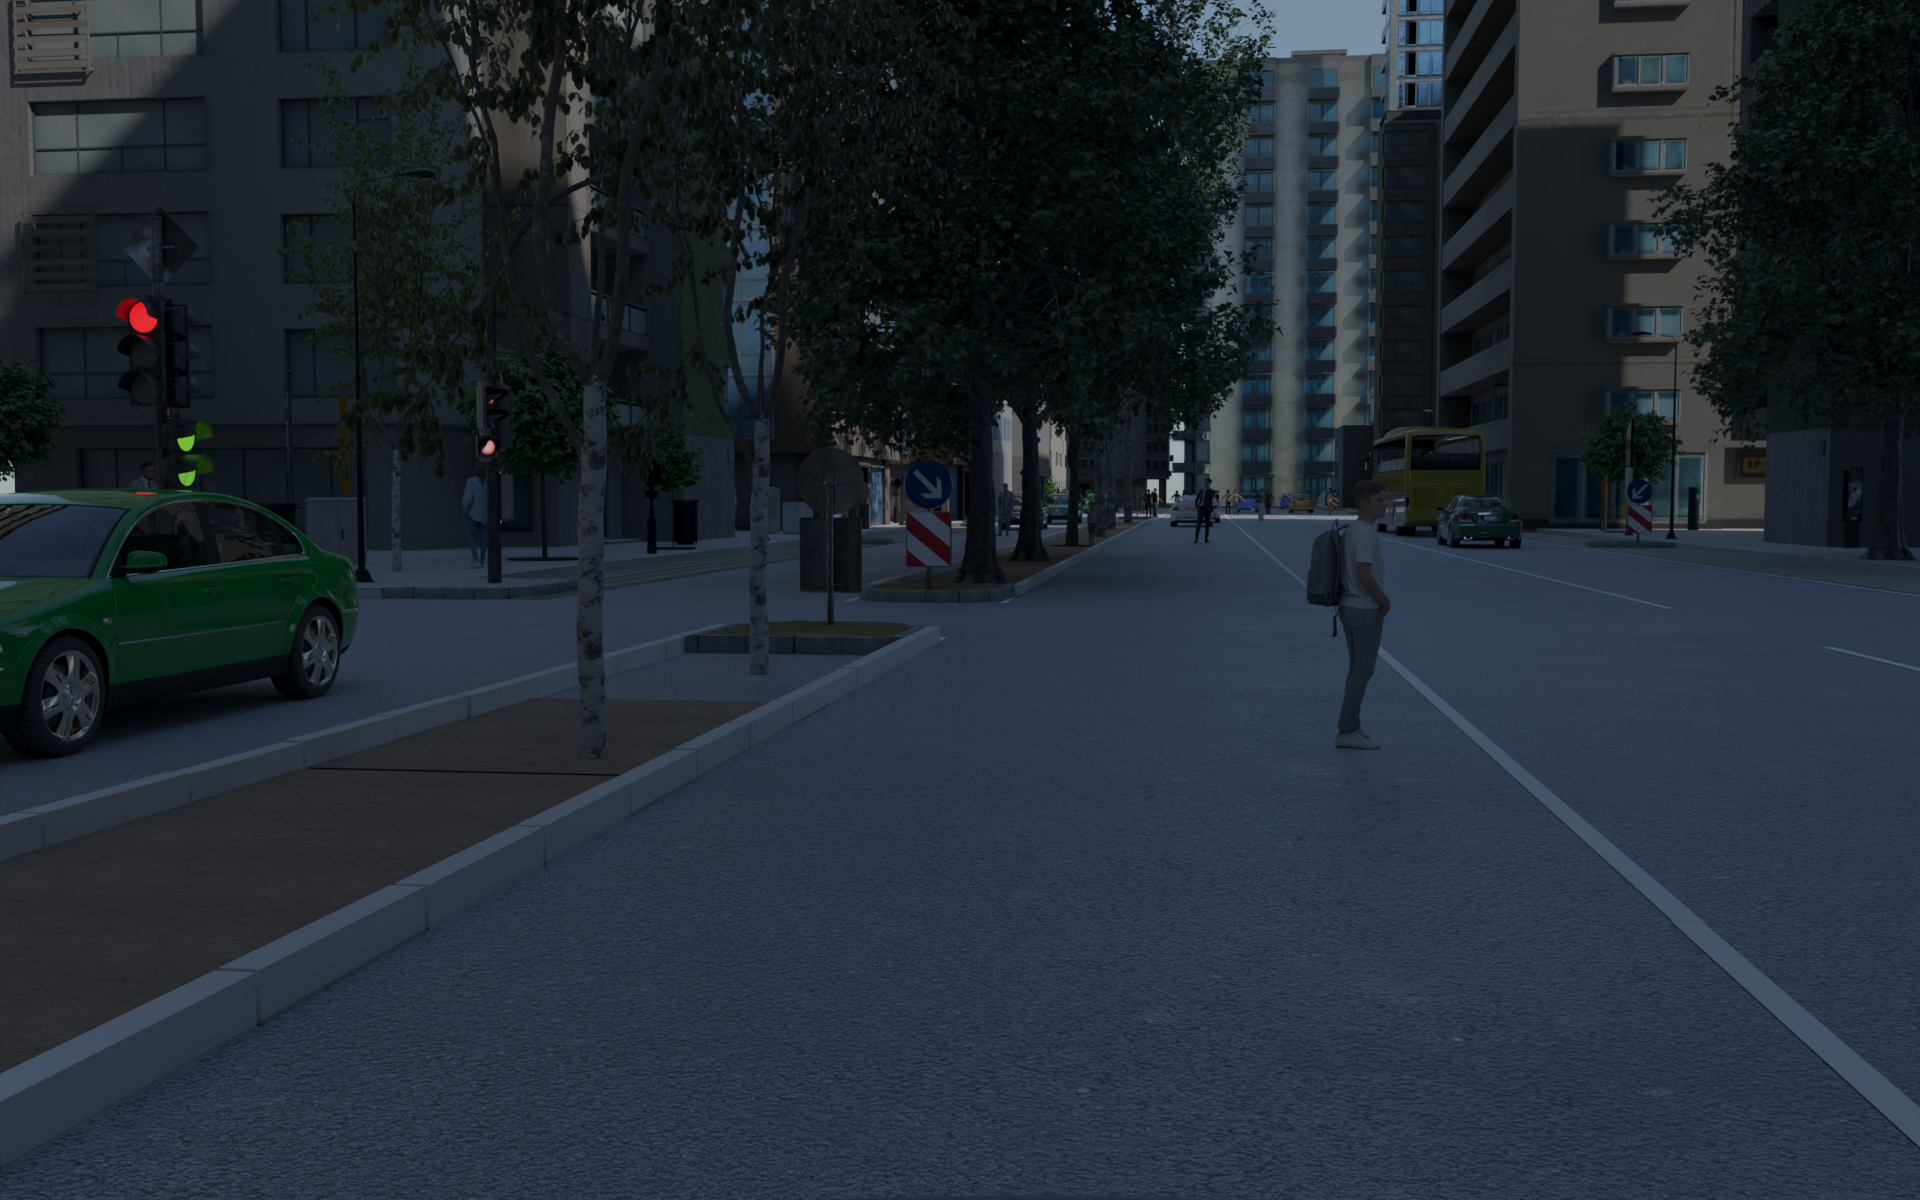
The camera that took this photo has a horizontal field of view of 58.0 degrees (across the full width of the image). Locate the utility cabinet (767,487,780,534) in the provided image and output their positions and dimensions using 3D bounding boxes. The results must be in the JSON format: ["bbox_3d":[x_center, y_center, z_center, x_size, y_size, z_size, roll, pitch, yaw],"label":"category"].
[{"bbox_3d":[-6.099,-2.878,55.736,0.318,1.500,1.173,1,4,12],"label":"utility cabinet"}]

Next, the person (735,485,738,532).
[{"bbox_3d":[-7.754,-3.137,59.151,0.330,1.601,0.589,-1,4,-20],"label":"person"}]

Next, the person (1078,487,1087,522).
[{"bbox_3d":[6.033,-4.819,87.632,0.721,1.781,0.623,1,4,13],"label":"person"}]

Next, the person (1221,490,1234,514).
[{"bbox_3d":[19.019,-6.936,122.618,1.217,1.736,0.721,2,4,34],"label":"person"}]

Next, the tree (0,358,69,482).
[{"bbox_3d":[-20.470,-3.208,36.163,4.285,4.588,4.351,0,3,0],"label":"tree"}]

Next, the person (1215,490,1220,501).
[{"bbox_3d":[19.747,-7.600,133.590,0.721,1.723,1.217,-1,4,-11],"label":"person"}]

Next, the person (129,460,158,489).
[{"bbox_3d":[-12.359,-1.221,26.278,0.850,1.792,0.678,1,4,19],"label":"person"}]

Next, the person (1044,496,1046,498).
[{"bbox_3d":[6.595,-8.369,143.703,1.217,1.723,0.721,2,4,32],"label":"person"}]

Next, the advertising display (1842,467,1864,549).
[{"bbox_3d":[21.090,-2.184,40.929,0.974,1.923,0.123,-3,5,-44],"label":"advertising display"}]

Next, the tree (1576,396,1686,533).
[{"bbox_3d":[22.387,-4.534,57.851,4.285,4.588,4.351,0,3,0],"label":"tree"}]

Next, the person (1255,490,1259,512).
[{"bbox_3d":[24.304,-8.123,142.033,0.721,1.735,1.217,1,4,23],"label":"person"}]

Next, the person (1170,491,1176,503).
[{"bbox_3d":[19.627,-9.044,157.081,1.217,1.735,0.721,1,4,20],"label":"person"}]

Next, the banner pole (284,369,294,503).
[{"bbox_3d":[-13.583,-2.755,35.069,0.401,3.779,0.863,-2,4,-30],"label":"banner pole"}]

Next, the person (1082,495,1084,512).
[{"bbox_3d":[9.797,-8.080,141.053,0.683,1.767,0.568,-1,4,-18],"label":"person"}]

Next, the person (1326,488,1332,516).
[{"bbox_3d":[24.441,-6.489,114.601,0.705,1.824,1.348,0,4,1],"label":"person"}]

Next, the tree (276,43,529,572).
[{"bbox_3d":[-9.313,-4.789,28.657,4.737,8.622,4.395,0,3,0],"label":"tree"}]

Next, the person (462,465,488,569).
[{"bbox_3d":[-8.344,-1.445,29.940,0.793,1.790,0.793,0,4,-3],"label":"person"}]

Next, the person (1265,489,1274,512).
[{"bbox_3d":[24.617,-7.953,138.542,1.348,1.823,0.705,-2,4,-25],"label":"person"}]

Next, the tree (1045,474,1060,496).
[{"bbox_3d":[7.462,-9.330,147.153,1.663,3.219,1.824,0,3,0],"label":"tree"}]

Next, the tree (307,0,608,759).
[{"bbox_3d":[-1.969,-3.457,9.344,4.360,8.622,3.978,0,3,0],"label":"tree"}]

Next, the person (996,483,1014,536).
[{"bbox_3d":[1.536,-3.089,59.104,0.635,1.810,0.391,1,4,16],"label":"person"}]

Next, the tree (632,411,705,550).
[{"bbox_3d":[-6.765,-2.778,40.021,1.663,3.219,1.824,0,3,0],"label":"tree"}]

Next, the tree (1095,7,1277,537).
[{"bbox_3d":[3.535,-12.195,57.732,12.611,20.169,13.585,0,3,0],"label":"tree"}]

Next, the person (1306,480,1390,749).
[{"bbox_3d":[2.256,0.079,9.811,0.523,1.515,0.503,-2,4,-34],"label":"person"}]

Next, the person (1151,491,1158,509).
[{"bbox_3d":[19.104,-9.944,171.905,1.217,1.723,0.721,2,4,34],"label":"person"}]

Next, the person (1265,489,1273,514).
[{"bbox_3d":[22.761,-7.245,127.399,0.568,1.767,0.683,2,4,28],"label":"person"}]

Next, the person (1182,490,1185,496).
[{"bbox_3d":[22.153,-9.979,171.279,0.705,1.869,1.348,1,4,16],"label":"person"}]

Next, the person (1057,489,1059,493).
[{"bbox_3d":[8.501,-8.704,149.080,0.721,1.743,1.217,0,4,-3],"label":"person"}]

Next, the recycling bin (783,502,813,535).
[{"bbox_3d":[-5.161,-2.603,55.116,0.722,1.027,0.722,2,4,28],"label":"recycling bin"}]

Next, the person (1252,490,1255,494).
[{"bbox_3d":[26.194,-8.951,154.859,0.705,1.823,1.348,0,4,1],"label":"person"}]

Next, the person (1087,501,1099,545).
[{"bbox_3d":[3.732,-2.169,48.652,0.332,1.250,0.352,1,4,23],"label":"person"}]

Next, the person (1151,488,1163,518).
[{"bbox_3d":[11.958,-5.952,105.832,0.705,1.822,1.348,-2,4,-25],"label":"person"}]

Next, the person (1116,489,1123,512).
[{"bbox_3d":[12.680,-8.022,139.751,0.705,1.814,1.350,3,5,40],"label":"person"}]

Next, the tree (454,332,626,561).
[{"bbox_3d":[-8.137,-3.060,33.743,4.285,4.588,4.351,0,3,0],"label":"tree"}]

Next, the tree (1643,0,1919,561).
[{"bbox_3d":[18.169,-7.119,33.405,9.611,12.733,9.660,0,3,0],"label":"tree"}]

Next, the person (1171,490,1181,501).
[{"bbox_3d":[16.212,-7.308,128.803,1.217,1.723,0.721,-1,4,-23],"label":"person"}]

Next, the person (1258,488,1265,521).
[{"bbox_3d":[15.992,-5.076,92.035,0.362,1.759,0.519,2,4,26],"label":"person"}]

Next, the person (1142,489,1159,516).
[{"bbox_3d":[11.134,-5.693,102.290,1.217,1.735,0.721,0,4,-2],"label":"person"}]

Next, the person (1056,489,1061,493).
[{"bbox_3d":[8.723,-8.835,150.936,0.683,1.767,0.568,-3,5,-41],"label":"person"}]

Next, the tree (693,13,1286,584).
[{"bbox_3d":[0.343,-6.590,27.214,9.611,12.733,9.660,0,3,0],"label":"tree"}]

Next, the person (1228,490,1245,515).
[{"bbox_3d":[18.675,-6.598,117.091,1.217,1.735,0.721,-1,4,-15],"label":"person"}]

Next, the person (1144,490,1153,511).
[{"bbox_3d":[16.148,-8.653,150.055,1.350,1.814,0.705,-3,4,-38],"label":"person"}]

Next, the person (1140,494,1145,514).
[{"bbox_3d":[13.029,-7.012,123.664,1.217,1.766,0.721,0,4,-3],"label":"person"}]

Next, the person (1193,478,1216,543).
[{"bbox_3d":[7.192,-2.629,50.853,0.648,1.900,0.474,1,4,10],"label":"person"}]

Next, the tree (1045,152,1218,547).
[{"bbox_3d":[3.135,-7.240,46.591,9.928,11.665,9.643,0,3,0],"label":"tree"}]

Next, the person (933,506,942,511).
[{"bbox_3d":[-0.964,-3.716,68.614,0.474,1.900,0.648,-2,4,-31],"label":"person"}]

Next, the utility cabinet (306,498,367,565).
[{"bbox_3d":[-11.301,-1.237,31.383,1.020,1.237,0.306,1,4,9],"label":"utility cabinet"}]
